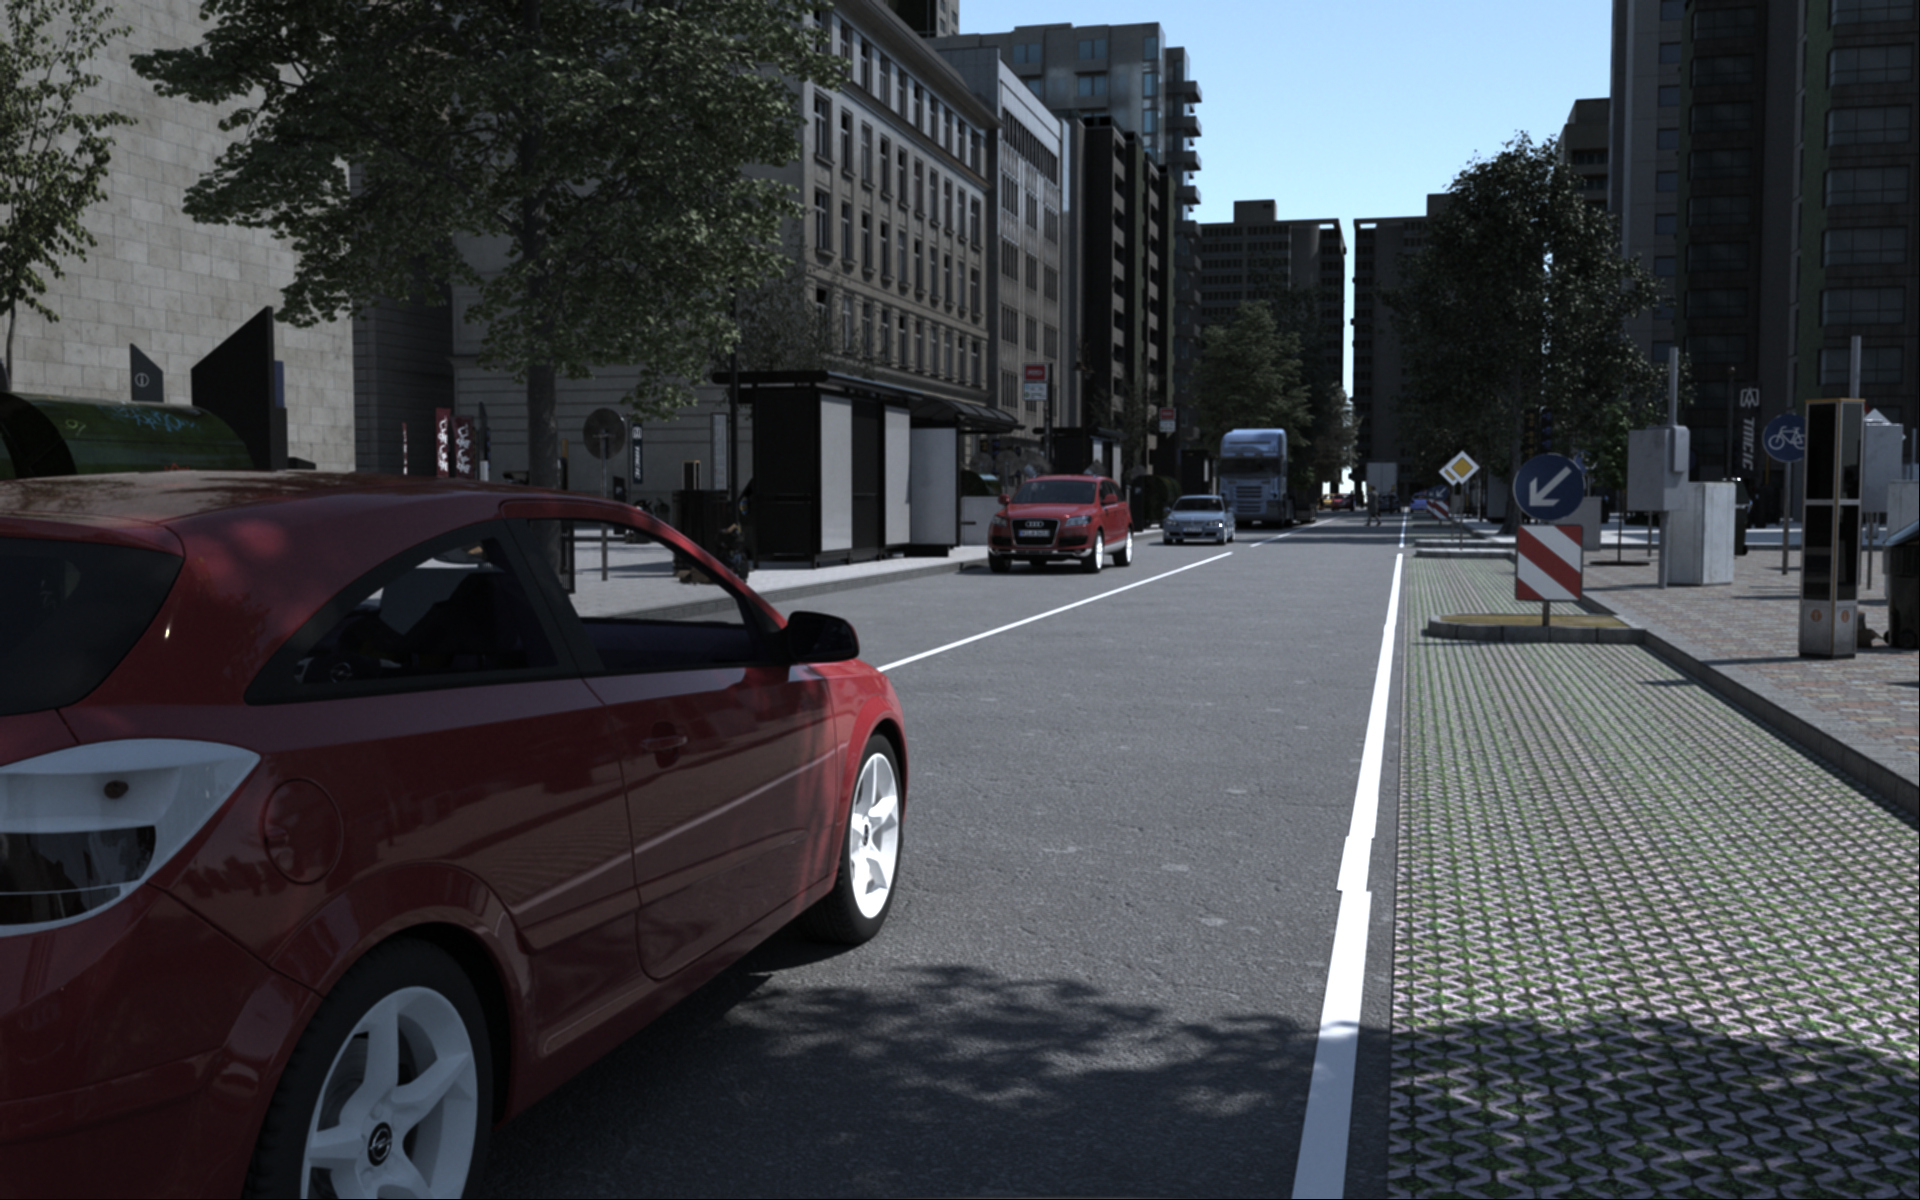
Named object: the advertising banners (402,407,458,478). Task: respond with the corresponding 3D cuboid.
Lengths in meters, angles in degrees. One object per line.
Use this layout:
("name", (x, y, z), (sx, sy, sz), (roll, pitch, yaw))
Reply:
("advertising banners", (-10.647, -2.324, 34.192), (0.090, 3.025, 2.074), (1, 4, 19))

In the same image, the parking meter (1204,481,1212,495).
("parking meter", (11.269, -4.468, 78.769), (0.255, 1.863, 0.399), (2, 4, 34))

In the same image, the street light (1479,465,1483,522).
("street light", (24.273, -6.589, 80.522), (0.468, 5.910, 1.993), (1, 4, 14))

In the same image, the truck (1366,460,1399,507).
("truck", (35.688, -9.637, 146.483), (2.839, 4.237, 11.283), (1, 4, 14))

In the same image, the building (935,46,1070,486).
("building", (-1.336, -17.422, 102.869), (12.078, 24.808, 19.932), (1, 4, 14))

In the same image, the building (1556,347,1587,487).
("building", (71.412, -19.415, 162.473), (27.650, 21.520, 28.899), (1, 4, 14))

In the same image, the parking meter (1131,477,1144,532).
("parking meter", (5.966, -3.213, 58.248), (0.399, 1.863, 0.255), (0, 4, 5))

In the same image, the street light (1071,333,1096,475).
("street light", (3.560, -4.721, 49.981), (0.468, 5.910, 1.993), (1, 4, 14))

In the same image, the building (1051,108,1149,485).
("building", (6.224, -22.150, 133.859), (14.160, 30.474, 14.107), (1, 4, 14))

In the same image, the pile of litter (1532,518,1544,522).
("pile of litter", (29.113, -4.429, 86.379), (1.176, 0.858, 1.719), (1, 4, 15))

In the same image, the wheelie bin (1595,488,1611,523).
("wheelie bin", (28.016, -4.154, 75.818), (0.693, 1.594, 0.980), (-3, 5, -40))

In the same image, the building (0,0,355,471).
("building", (-21.470, -10.781, 31.028), (16.860, 20.320, 10.420), (1, 4, 14))

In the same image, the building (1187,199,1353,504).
("building", (39.136, -33.014, 231.657), (23.993, 40.220, 32.217), (1, 4, 14))

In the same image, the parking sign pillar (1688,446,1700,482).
("parking sign pillar", (30.826, -5.226, 73.915), (1.447, 3.967, 1.447), (0, 4, 4))

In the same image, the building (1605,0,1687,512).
("building", (61.586, -36.235, 134.440), (21.231, 58.520, 28.212), (1, 4, 14))

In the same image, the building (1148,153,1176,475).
("building", (10.364, -22.975, 147.335), (14.160, 30.474, 14.107), (1, 4, 14))

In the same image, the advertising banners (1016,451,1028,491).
("advertising banners", (2.403, -4.548, 70.543), (0.090, 3.025, 2.074), (-2, 4, -27))

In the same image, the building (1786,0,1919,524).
("building", (45.399, -24.126, 78.057), (14.154, 41.232, 14.086), (1, 4, 14))

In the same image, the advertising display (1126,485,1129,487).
("advertising display", (11.841, -7.274, 124.136), (0.974, 1.923, 0.123), (2, 4, 28))

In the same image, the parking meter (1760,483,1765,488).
("parking meter", (41.592, -5.128, 89.558), (0.399, 1.863, 0.255), (3, 5, 43))

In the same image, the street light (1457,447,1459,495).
("street light", (34.080, -8.913, 118.510), (0.468, 5.910, 1.993), (1, 4, 14))

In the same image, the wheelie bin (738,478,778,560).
("wheelie bin", (-3.920, -1.579, 33.722), (0.693, 1.594, 0.980), (1, 4, 16))

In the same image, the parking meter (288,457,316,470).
("parking meter", (-10.465, -1.340, 27.621), (0.255, 1.863, 0.399), (3, 5, 40))

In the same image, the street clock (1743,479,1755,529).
("street clock", (28.951, -3.611, 63.611), (0.358, 2.002, 0.471), (0, 4, -2))

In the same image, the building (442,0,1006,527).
("building", (-9.158, -15.032, 79.053), (16.112, 22.955, 30.059), (1, 4, 14))

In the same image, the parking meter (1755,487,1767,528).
("parking meter", (30.073, -3.464, 65.041), (0.372, 1.533, 0.369), (0, 3, 0))

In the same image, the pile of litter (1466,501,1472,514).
("pile of litter", (35.201, -6.287, 116.760), (1.719, 0.858, 1.176), (-3, 5, -39))

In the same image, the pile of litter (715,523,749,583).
("pile of litter", (-3.592, -0.684, 25.146), (1.176, 0.858, 1.719), (1, 4, 12))

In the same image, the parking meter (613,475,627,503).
("parking meter", (-10.673, -2.979, 54.416), (0.399, 1.863, 0.255), (0, 3, 0))

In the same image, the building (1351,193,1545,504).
("building", (63.418, -32.688, 226.324), (23.993, 40.220, 32.217), (1, 4, 14))

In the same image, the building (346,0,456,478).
("building", (-33.216, -17.048, 75.991), (25.104, 27.353, 12.463), (1, 4, 14))

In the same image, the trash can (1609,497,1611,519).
("trash can", (31.657, -4.501, 85.248), (0.748, 1.137, 0.748), (0, 3, 0))

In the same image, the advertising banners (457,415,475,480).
("advertising banners", (-10.348, -2.606, 38.790), (2.074, 3.025, 0.090), (-2, 4, -27))

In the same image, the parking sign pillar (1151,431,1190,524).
("parking sign pillar", (8.863, -5.243, 74.202), (1.447, 3.967, 1.447), (-3, 5, -41))

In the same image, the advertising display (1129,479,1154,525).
("advertising display", (7.642, -4.099, 72.226), (0.974, 1.923, 0.123), (0, 4, -8))

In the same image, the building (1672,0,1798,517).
("building", (48.676, -20.099, 100.320), (14.160, 30.474, 14.107), (1, 4, 14))

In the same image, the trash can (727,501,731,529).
("trash can", (-5.128, -1.540, 36.830), (0.748, 1.137, 0.748), (0, 3, 0))

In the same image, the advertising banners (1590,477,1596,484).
("advertising banners", (34.535, -6.134, 96.476), (2.074, 3.025, 0.090), (0, 4, 5))

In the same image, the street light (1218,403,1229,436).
("street light", (13.356, -7.044, 87.961), (0.468, 5.910, 1.993), (1, 4, 14))

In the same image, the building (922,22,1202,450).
("building", (9.202, -34.273, 179.973), (30.456, 49.044, 23.786), (1, 4, 14))

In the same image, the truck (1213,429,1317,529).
("truck", (13.927, -5.349, 77.214), (2.967, 4.110, 18.799), (1, 4, 16))

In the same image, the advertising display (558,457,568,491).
("advertising display", (-7.185, -1.552, 30.586), (0.123, 1.923, 0.974), (-3, 4, -37))

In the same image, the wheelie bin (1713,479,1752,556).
("wheelie bin", (16.035, -1.735, 36.279), (0.980, 1.594, 0.693), (0, 4, -7))

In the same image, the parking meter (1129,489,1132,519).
("parking meter", (8.159, -4.525, 82.391), (0.372, 1.533, 0.369), (0, 3, 0))

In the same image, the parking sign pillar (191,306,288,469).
("parking sign pillar", (-10.477, -2.247, 25.217), (1.447, 3.967, 1.447), (1, 4, 14))

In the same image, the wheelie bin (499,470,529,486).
("wheelie bin", (-5.774, -0.904, 22.690), (0.980, 1.594, 0.693), (3, 5, 43))

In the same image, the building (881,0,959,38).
("building", (-12.551, -48.935, 238.331), (20.611, 71.187, 20.563), (1, 4, 14))

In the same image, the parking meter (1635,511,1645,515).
("parking meter", (28.689, -3.953, 73.039), (0.372, 1.533, 0.369), (0, 3, 0))

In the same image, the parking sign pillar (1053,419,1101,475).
("parking sign pillar", (4.354, -4.493, 61.932), (1.447, 3.967, 1.447), (-1, 4, -19))

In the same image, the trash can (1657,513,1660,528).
("trash can", (25.636, -3.132, 62.855), (0.748, 1.137, 0.748), (0, 3, 0))

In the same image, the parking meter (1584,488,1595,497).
("parking meter", (23.599, -3.457, 64.931), (0.372, 1.533, 0.369), (0, 3, 0))

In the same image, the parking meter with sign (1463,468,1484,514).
("parking meter with sign", (33.399, -7.181, 113.676), (1.738, 3.016, 0.543), (0, 4, -6))

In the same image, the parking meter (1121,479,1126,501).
("parking meter", (6.324, -3.786, 67.619), (0.255, 1.863, 0.399), (-1, 4, -13))
